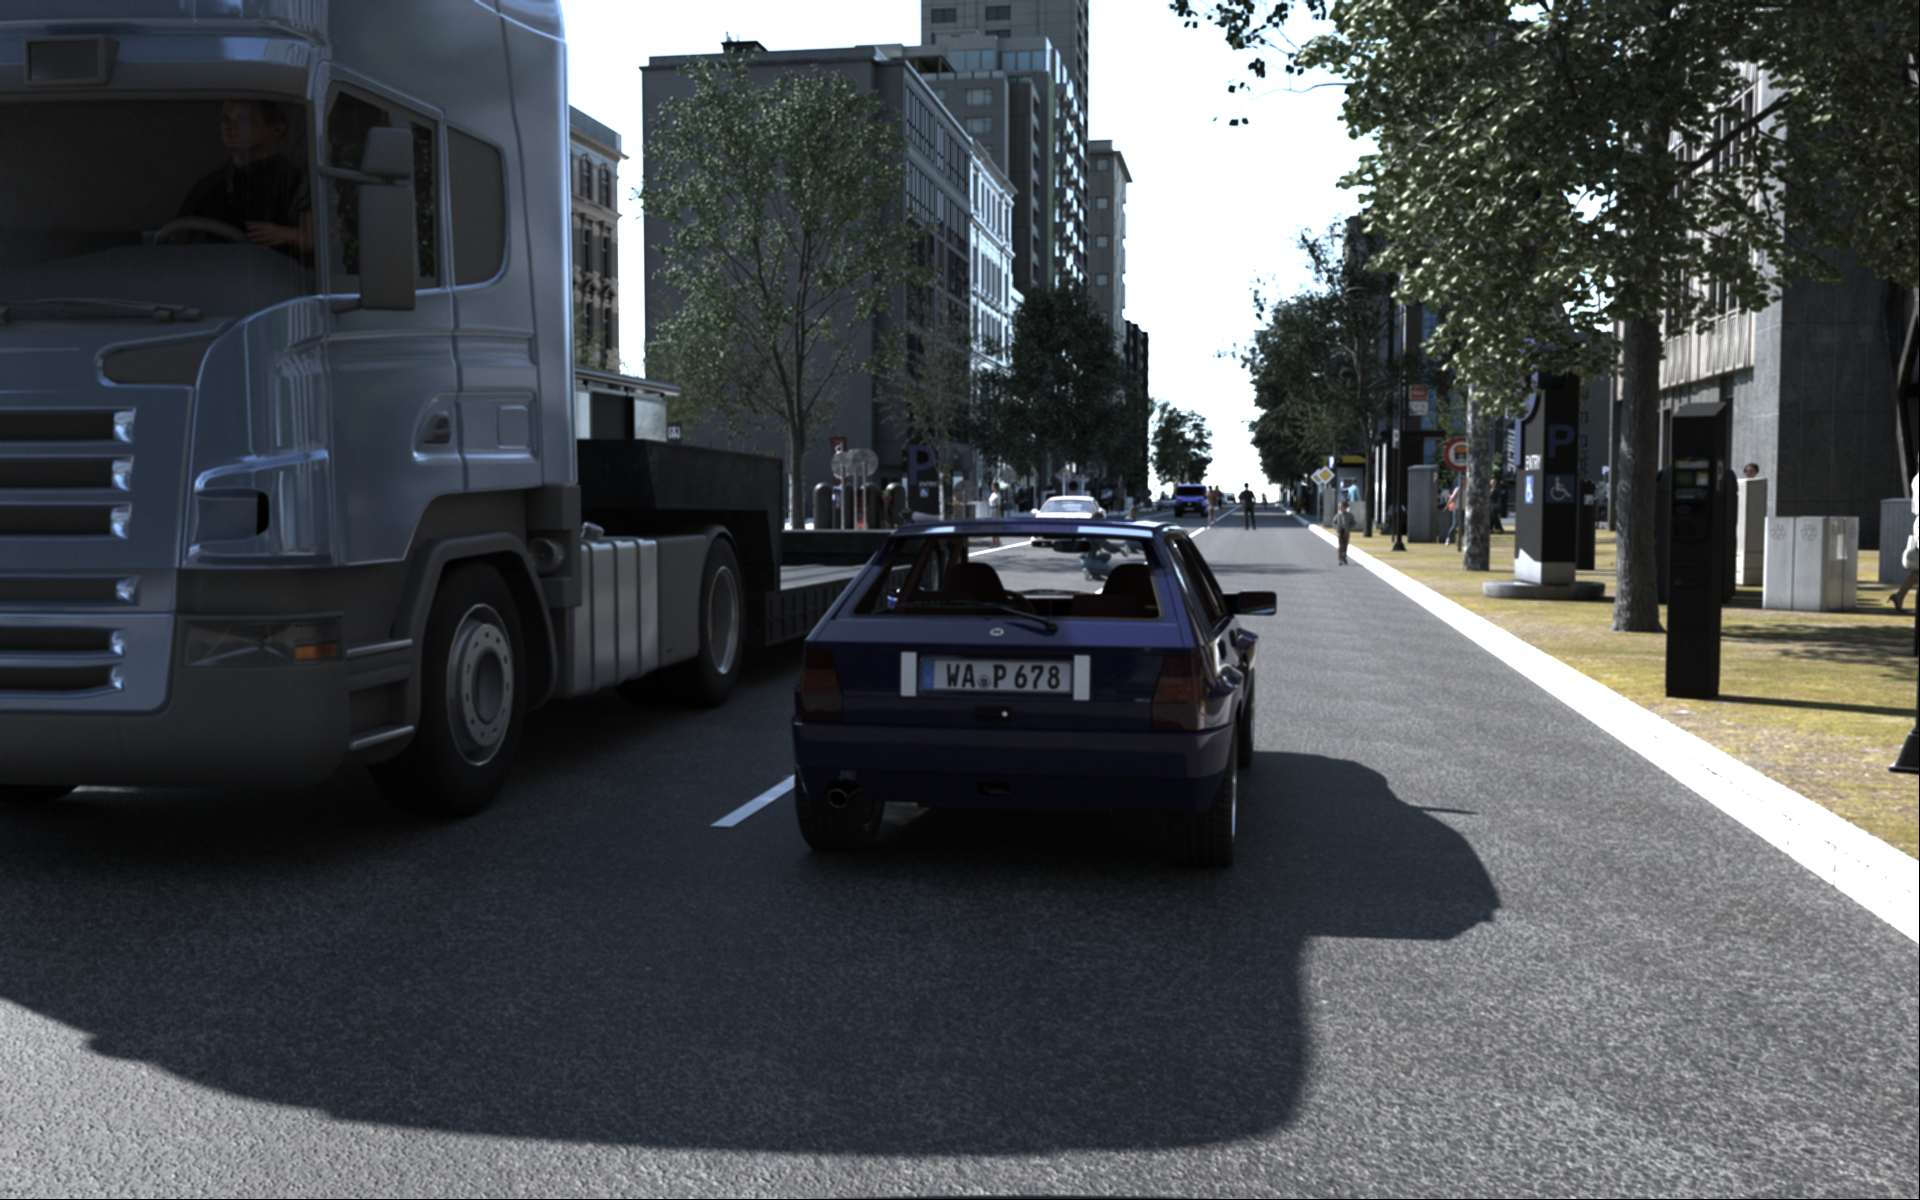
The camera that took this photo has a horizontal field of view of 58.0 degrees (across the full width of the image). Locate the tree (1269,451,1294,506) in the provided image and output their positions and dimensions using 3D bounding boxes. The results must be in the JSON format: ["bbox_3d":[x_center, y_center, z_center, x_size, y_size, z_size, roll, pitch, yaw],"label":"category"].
[{"bbox_3d":[42.553,-16.679,223.061,4.360,8.622,3.978,0,3,0],"label":"tree"}]

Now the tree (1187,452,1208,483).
[{"bbox_3d":[39.505,-20.810,290.610,4.360,8.622,3.978,0,3,0],"label":"tree"}]

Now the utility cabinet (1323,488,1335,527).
[{"bbox_3d":[14.071,-3.509,66.048,0.318,1.500,1.173,1,4,20],"label":"utility cabinet"}]

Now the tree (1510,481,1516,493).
[{"bbox_3d":[38.400,-8.438,121.680,4.285,4.588,4.351,0,3,0],"label":"tree"}]

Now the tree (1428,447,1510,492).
[{"bbox_3d":[29.445,-7.298,103.040,4.285,4.588,4.351,0,3,0],"label":"tree"}]

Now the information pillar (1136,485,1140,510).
[{"bbox_3d":[14.455,-8.311,140.382,0.304,2.012,0.304,0,4,1],"label":"information pillar"}]

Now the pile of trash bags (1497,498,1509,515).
[{"bbox_3d":[33.035,-6.015,108.097,1.912,1.369,3.447,0,4,6],"label":"pile of trash bags"}]

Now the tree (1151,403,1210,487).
[{"bbox_3d":[31.430,-20.664,244.504,9.857,13.997,8.962,0,3,0],"label":"tree"}]

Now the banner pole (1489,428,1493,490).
[{"bbox_3d":[20.053,-4.655,66.131,0.401,3.779,0.863,-3,5,-44],"label":"banner pole"}]

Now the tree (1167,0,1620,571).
[{"bbox_3d":[9.536,-10.627,29.634,12.611,20.169,13.585,0,3,0],"label":"tree"}]

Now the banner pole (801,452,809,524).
[{"bbox_3d":[-6.797,-5.160,74.383,0.401,3.779,0.863,-2,4,-28],"label":"banner pole"}]

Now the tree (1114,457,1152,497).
[{"bbox_3d":[14.651,-9.936,146.174,4.285,4.588,4.351,0,3,0],"label":"tree"}]

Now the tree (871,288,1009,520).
[{"bbox_3d":[-0.855,-6.760,60.884,4.360,8.622,3.978,0,3,0],"label":"tree"}]

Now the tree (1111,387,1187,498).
[{"bbox_3d":[18.057,-14.847,168.500,9.928,11.665,9.643,0,3,0],"label":"tree"}]

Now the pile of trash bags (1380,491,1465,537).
[{"bbox_3d":[14.482,-2.663,53.288,1.912,1.369,3.447,-1,4,-19],"label":"pile of trash bags"}]

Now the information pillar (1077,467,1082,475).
[{"bbox_3d":[8.634,-8.200,125.428,0.183,3.616,0.504,-3,4,-38],"label":"information pillar"}]

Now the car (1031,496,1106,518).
[{"bbox_3d":[3.093,-2.214,48.555,2.083,1.381,4.827,1,4,9],"label":"car"}]

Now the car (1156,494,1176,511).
[{"bbox_3d":[18.058,-8.473,150.532,2.014,1.417,4.499,1,4,9],"label":"car"}]

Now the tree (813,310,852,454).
[{"bbox_3d":[-6.432,-7.210,68.251,4.360,8.622,3.978,0,3,0],"label":"tree"}]

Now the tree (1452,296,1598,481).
[{"bbox_3d":[19.874,-6.672,59.458,4.737,8.622,4.395,0,3,0],"label":"tree"}]

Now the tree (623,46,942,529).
[{"bbox_3d":[-3.886,-7.021,40.555,9.928,11.665,9.643,0,3,0],"label":"tree"}]

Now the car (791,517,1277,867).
[{"bbox_3d":[0.487,0.273,8.123,1.945,1.354,3.894,1,4,11],"label":"car"}]

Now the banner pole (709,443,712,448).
[{"bbox_3d":[-12.514,-5.858,85.801,0.863,3.779,0.401,2,4,31],"label":"banner pole"}]

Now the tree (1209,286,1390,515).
[{"bbox_3d":[21.643,-12.141,105.155,9.857,13.997,8.962,0,3,0],"label":"tree"}]

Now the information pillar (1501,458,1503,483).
[{"bbox_3d":[35.380,-7.448,113.134,0.183,3.616,0.504,1,4,21],"label":"information pillar"}]

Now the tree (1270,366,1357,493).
[{"bbox_3d":[20.005,-8.865,95.305,4.737,8.622,4.395,0,3,0],"label":"tree"}]

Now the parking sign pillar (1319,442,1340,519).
[{"bbox_3d":[19.119,-6.127,88.652,1.447,3.967,1.447,0,4,4],"label":"parking sign pillar"}]

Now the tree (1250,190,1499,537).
[{"bbox_3d":[12.427,-7.158,51.454,7.601,10.594,8.767,-3,4,-39],"label":"tree"}]

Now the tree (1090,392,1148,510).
[{"bbox_3d":[9.782,-10.315,119.006,4.360,8.622,3.978,0,3,0],"label":"tree"}]

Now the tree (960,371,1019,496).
[{"bbox_3d":[1.956,-9.358,103.373,4.737,8.622,4.395,0,3,0],"label":"tree"}]

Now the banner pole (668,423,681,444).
[{"bbox_3d":[-8.960,-3.883,53.508,0.863,3.779,0.401,1,4,17],"label":"banner pole"}]

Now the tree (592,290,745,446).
[{"bbox_3d":[-9.772,-6.758,60.855,4.737,8.622,4.395,0,3,0],"label":"tree"}]

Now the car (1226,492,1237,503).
[{"bbox_3d":[43.484,-16.559,279.419,2.281,1.827,5.304,1,4,11],"label":"car"}]

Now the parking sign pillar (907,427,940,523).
[{"bbox_3d":[-1.422,-4.862,67.969,1.447,3.967,1.447,0,4,-2],"label":"parking sign pillar"}]

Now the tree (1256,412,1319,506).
[{"bbox_3d":[36.018,-15.990,187.199,9.928,11.665,9.643,0,3,0],"label":"tree"}]

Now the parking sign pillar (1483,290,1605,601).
[{"bbox_3d":[7.269,-2.018,21.460,1.447,3.967,1.447,0,4,4],"label":"parking sign pillar"}]

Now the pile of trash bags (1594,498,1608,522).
[{"bbox_3d":[29.959,-4.380,81.363,1.912,1.369,3.447,-1,4,-22],"label":"pile of trash bags"}]

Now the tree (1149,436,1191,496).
[{"bbox_3d":[23.081,-15.076,196.857,4.737,8.622,4.395,0,3,0],"label":"tree"}]

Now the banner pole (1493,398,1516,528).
[{"bbox_3d":[12.746,-3.031,39.576,0.401,3.779,0.863,-3,5,-40],"label":"banner pole"}]

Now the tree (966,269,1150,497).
[{"bbox_3d":[5.098,-10.513,88.891,9.611,12.733,9.660,0,3,0],"label":"tree"}]

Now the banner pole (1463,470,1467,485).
[{"bbox_3d":[19.992,-4.749,67.667,0.863,3.779,0.401,2,4,35],"label":"banner pole"}]

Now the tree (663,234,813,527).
[{"bbox_3d":[-6.279,-6.018,48.757,4.360,8.622,3.978,0,3,0],"label":"tree"}]

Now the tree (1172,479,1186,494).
[{"bbox_3d":[27.049,-13.590,216.799,1.663,3.219,1.824,0,3,0],"label":"tree"}]

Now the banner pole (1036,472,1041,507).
[{"bbox_3d":[5.284,-7.708,116.039,0.401,3.779,0.863,2,4,30],"label":"banner pole"}]

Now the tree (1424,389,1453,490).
[{"bbox_3d":[25.995,-8.475,88.928,4.737,8.622,4.395,0,3,0],"label":"tree"}]

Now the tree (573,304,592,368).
[{"bbox_3d":[-15.264,-7.088,66.258,4.737,8.622,4.395,0,3,0],"label":"tree"}]

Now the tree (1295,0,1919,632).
[{"bbox_3d":[6.449,-5.955,15.497,7.486,12.596,7.792,0,3,0],"label":"tree"}]
